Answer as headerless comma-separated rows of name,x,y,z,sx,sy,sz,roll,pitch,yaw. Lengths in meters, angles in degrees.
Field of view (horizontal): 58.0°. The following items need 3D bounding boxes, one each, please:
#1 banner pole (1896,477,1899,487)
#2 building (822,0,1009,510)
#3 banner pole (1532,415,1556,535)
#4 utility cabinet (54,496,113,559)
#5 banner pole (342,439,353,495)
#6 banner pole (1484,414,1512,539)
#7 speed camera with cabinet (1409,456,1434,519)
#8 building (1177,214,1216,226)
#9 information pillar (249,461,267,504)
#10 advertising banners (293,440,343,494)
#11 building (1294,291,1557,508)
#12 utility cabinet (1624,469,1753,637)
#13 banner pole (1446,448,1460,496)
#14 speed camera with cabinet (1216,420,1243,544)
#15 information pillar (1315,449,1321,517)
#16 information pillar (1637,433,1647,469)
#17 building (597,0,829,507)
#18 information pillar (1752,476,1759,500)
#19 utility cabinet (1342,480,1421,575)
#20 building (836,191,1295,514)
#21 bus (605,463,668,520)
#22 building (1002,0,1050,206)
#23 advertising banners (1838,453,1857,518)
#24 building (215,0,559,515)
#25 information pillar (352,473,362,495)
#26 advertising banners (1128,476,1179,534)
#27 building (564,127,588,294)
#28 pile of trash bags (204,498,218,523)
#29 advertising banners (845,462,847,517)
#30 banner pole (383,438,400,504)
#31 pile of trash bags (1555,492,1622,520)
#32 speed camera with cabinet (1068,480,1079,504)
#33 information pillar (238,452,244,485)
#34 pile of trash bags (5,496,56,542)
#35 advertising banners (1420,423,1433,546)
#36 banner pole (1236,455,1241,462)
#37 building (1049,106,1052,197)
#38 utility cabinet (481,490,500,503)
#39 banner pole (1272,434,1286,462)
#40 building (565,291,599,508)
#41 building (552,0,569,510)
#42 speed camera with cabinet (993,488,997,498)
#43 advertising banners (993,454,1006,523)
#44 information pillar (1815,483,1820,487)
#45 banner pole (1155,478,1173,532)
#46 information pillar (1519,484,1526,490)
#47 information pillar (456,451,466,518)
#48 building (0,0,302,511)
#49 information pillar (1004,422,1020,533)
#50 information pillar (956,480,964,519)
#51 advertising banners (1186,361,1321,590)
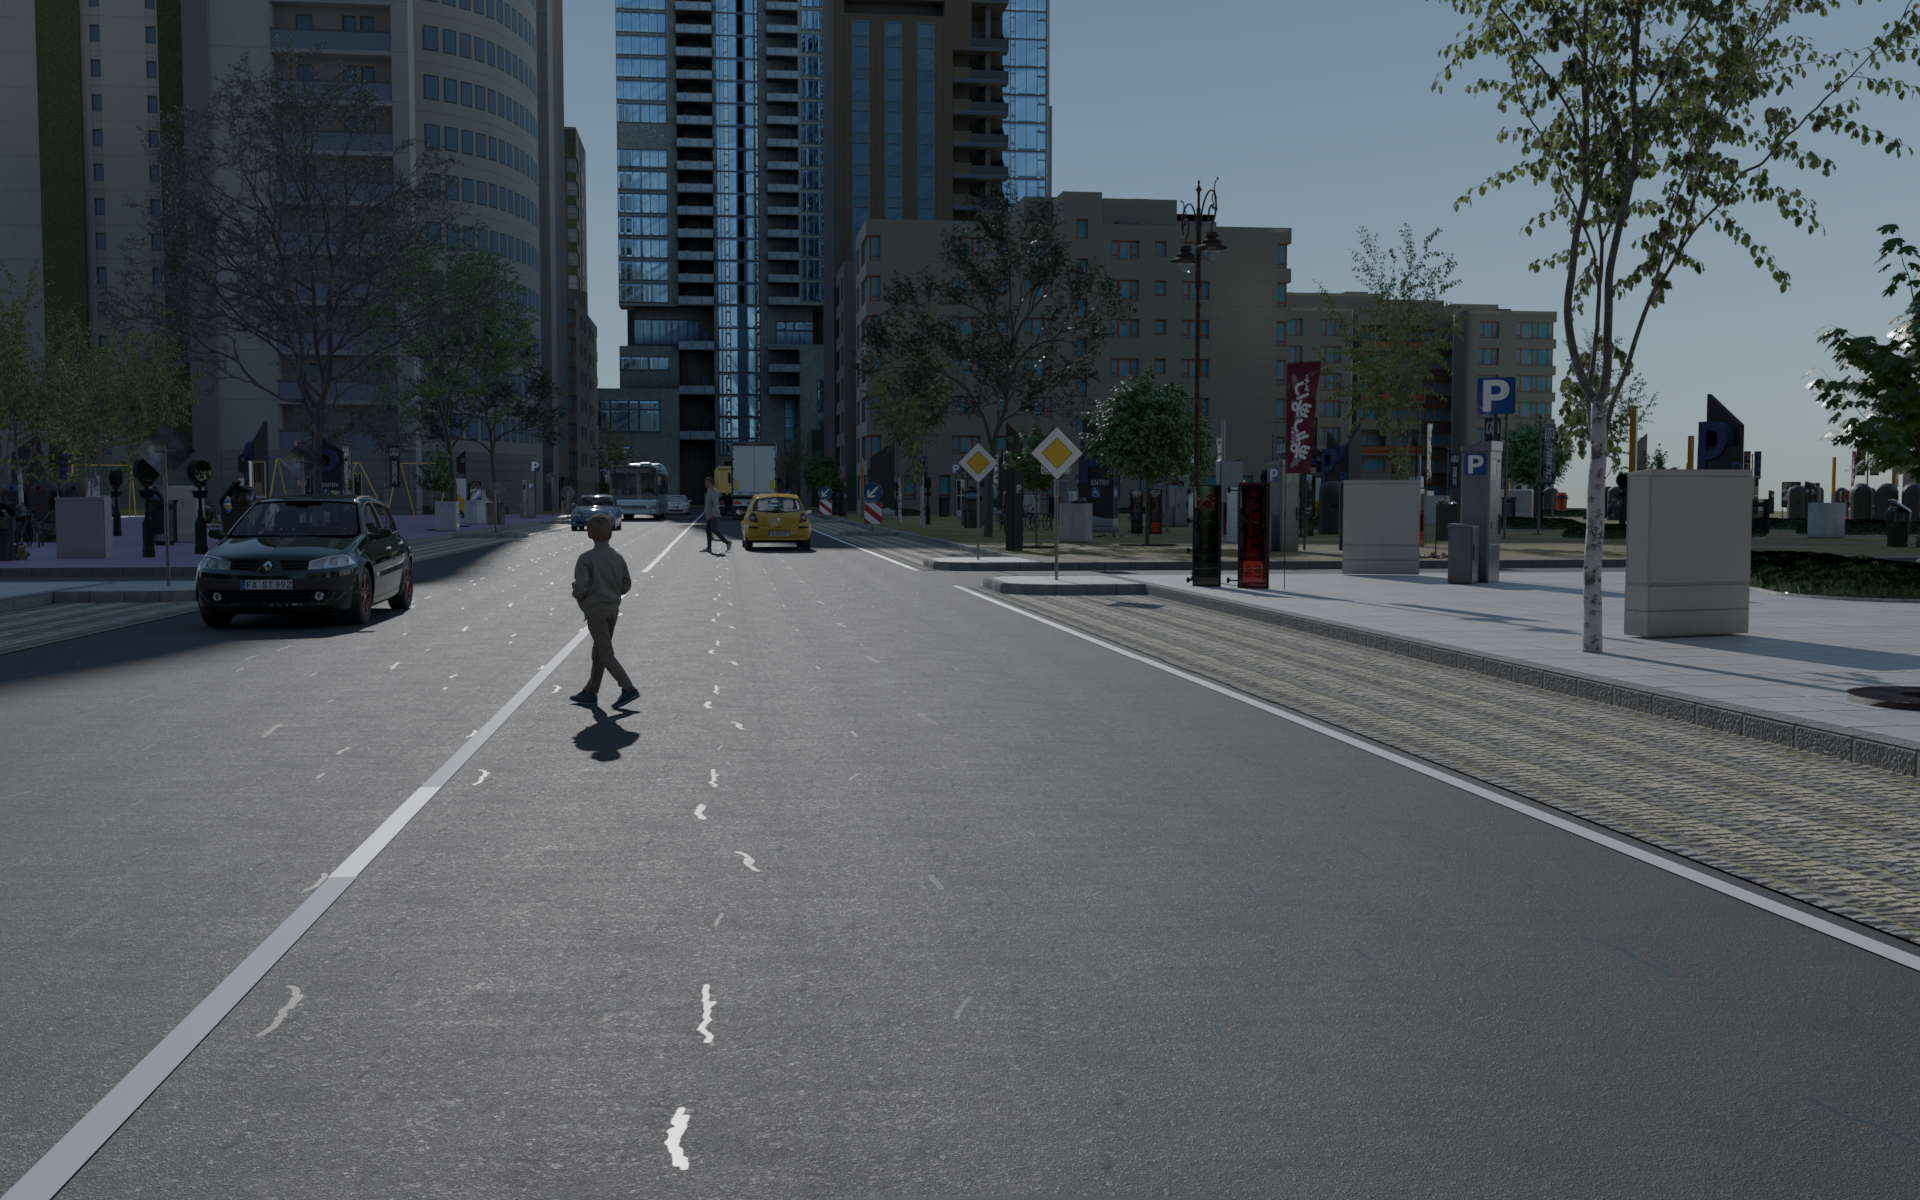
banner pole,40.130,-5.145,74.135,0.401,3.779,0.863,3,4,36
building,-4.109,-30.255,144.772,14.600,45.320,14.200,0,4,-8
banner pole,18.424,-3.946,54.539,0.401,3.779,0.863,-2,4,-29
utility cabinet,-17.424,-1.425,34.462,1.020,1.237,0.306,0,4,5
banner pole,-27.936,-5.450,79.127,0.401,3.779,0.863,1,4,20
banner pole,15.524,-3.670,50.014,0.863,3.779,0.401,0,4,2
speed camera with cabinet,24.022,-5.863,90.193,0.660,3.252,2.038,3,4,38
building,17.913,-24.959,179.788,14.107,30.474,14.160,0,4,-8
information pillar,-15.617,-2.083,38.545,0.304,2.012,0.304,-2,4,-34
advertising banners,-21.189,-3.732,57.209,0.090,3.025,2.074,2,4,25
building,40.207,-20.227,175.758,28.899,21.520,27.650,0,4,-8
utility cabinet,6.558,-0.424,15.611,1.173,1.500,0.318,-1,4,-22
banner pole,26.509,-6.322,93.374,0.863,3.779,0.401,2,4,29
speed camera with cabinet,7.321,-3.146,45.766,0.660,3.252,2.038,0,4,-8
information pillar,18.224,-5.886,87.588,0.504,3.616,0.183,1,4,20
information pillar,26.255,-4.617,66.842,0.504,3.616,0.183,0,4,0
building,-27.711,-54.351,201.315,31.000,86.520,22.319,0,4,-8
information pillar,32.988,-4.132,72.048,0.304,2.012,0.304,-1,4,-17
utility cabinet,6.642,-1.139,27.305,1.173,1.500,0.318,1,4,15
building,5.849,-17.132,125.151,27.650,21.520,28.899,0,4,-8
bus,-18.380,-6.404,99.563,2.948,3.499,13.247,0,4,-7
building,-3.025,-52.220,166.470,22.319,86.520,31.000,0,4,-8
advertising banners,36.418,-4.582,71.101,0.090,3.025,2.074,1,4,11
building,-39.747,-35.228,117.983,21.231,58.520,28.212,0,4,-8
information pillar,-20.702,-3.365,59.517,0.304,2.012,0.304,-2,4,-24
advertising banners,6.227,-3.613,55.258,2.074,3.025,0.090,3,5,43
building,-49.430,-31.288,195.161,14.086,41.232,14.154,0,4,-8
pile of trash bags,-35.066,-4.165,77.845,3.447,1.369,1.912,1,4,18
advertising banners,-6.233,-6.030,94.774,0.090,3.025,2.074,0,4,-2
banner pole,-25.578,-5.374,77.874,0.863,3.779,0.401,-2,4,-24
pile of trash bags,31.366,-4.664,86.006,3.447,1.369,1.912,1,4,23
speed camera with cabinet,6.949,-6.746,104.635,0.660,3.252,2.038,-3,5,-42
information pillar,-36.908,-5.987,89.242,0.504,3.616,0.183,-2,4,-24
pile of trash bags,-25.427,-2.251,46.558,3.447,1.369,1.912,0,4,-1
advertising banners,11.302,-2.828,42.426,0.090,3.025,2.074,2,4,29
banner pole,17.709,-7.343,110.080,0.401,3.779,0.863,-1,4,-15
building,-1.460,-35.599,205.748,21.600,48.544,21.300,0,4,-8
utility cabinet,-27.120,-5.576,99.846,0.318,1.500,1.173,3,5,43
banner pole,13.240,-5.028,72.227,0.863,3.779,0.401,3,5,42
building,-49.982,-19.515,164.113,28.899,21.520,27.650,0,4,-8
building,-39.584,-29.975,140.194,14.600,45.320,14.200,0,4,-8
speed camera with cabinet,2.272,-5.929,91.273,2.038,3.252,0.660,1,4,12
advertising banners,2.039,-4.937,76.913,0.090,3.025,2.074,3,5,42
information pillar,54.959,-6.522,111.128,0.304,2.012,0.304,1,4,9
banner pole,6.877,-4.204,58.749,0.401,3.779,0.863,-2,4,-35
information pillar,35.725,-7.254,109.956,0.504,3.616,0.183,1,4,16
information pillar,-26.596,-6.182,92.429,0.504,3.616,0.183,-2,4,-25
building,-79.616,-37.895,161.575,28.212,58.520,21.231,0,4,-8
information pillar,1.713,-3.989,56.575,0.504,3.616,0.183,-1,4,-20
information pillar,0.020,-5.140,88.529,0.304,2.012,0.304,2,4,32
advertising banners,3.960,-1.668,23.457,2.074,3.025,0.090,3,5,42
